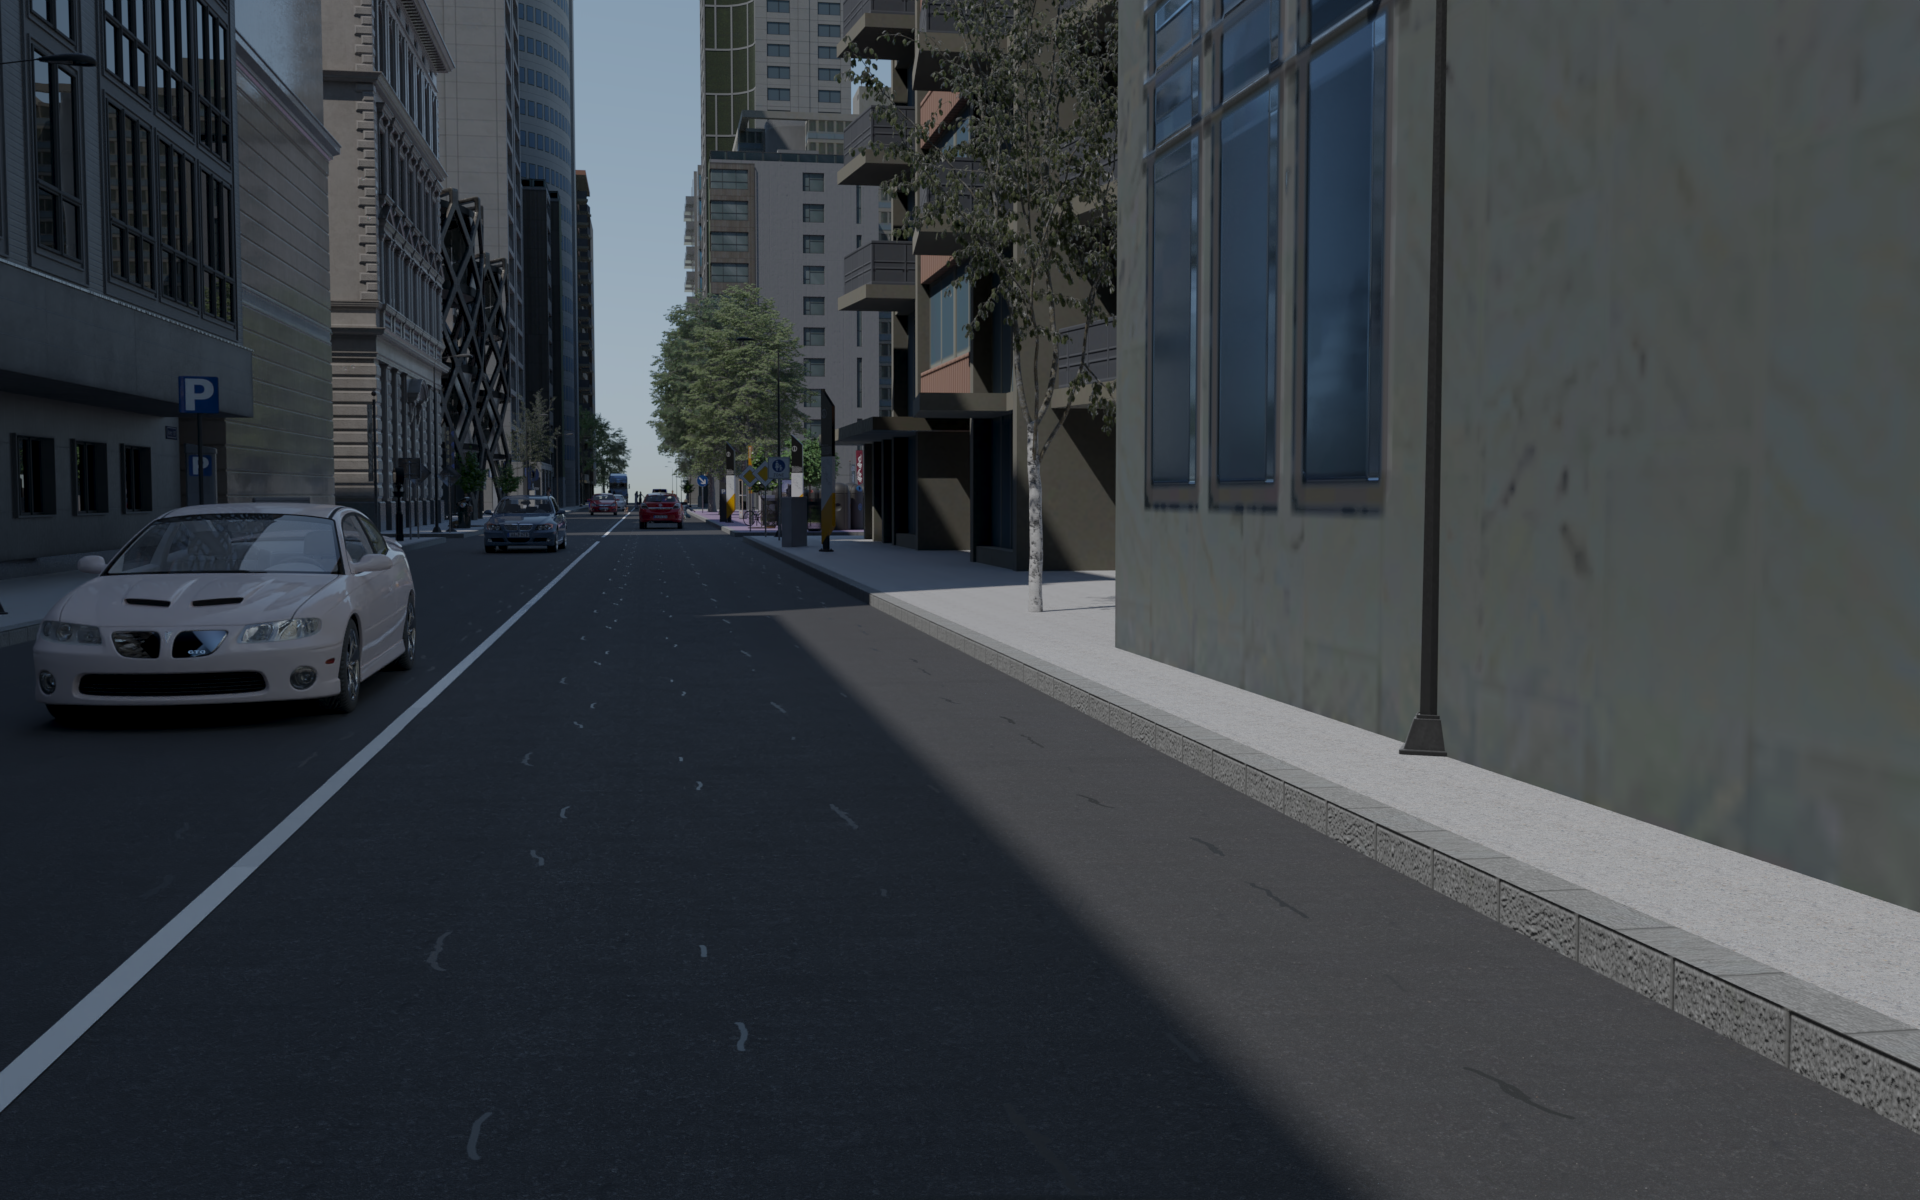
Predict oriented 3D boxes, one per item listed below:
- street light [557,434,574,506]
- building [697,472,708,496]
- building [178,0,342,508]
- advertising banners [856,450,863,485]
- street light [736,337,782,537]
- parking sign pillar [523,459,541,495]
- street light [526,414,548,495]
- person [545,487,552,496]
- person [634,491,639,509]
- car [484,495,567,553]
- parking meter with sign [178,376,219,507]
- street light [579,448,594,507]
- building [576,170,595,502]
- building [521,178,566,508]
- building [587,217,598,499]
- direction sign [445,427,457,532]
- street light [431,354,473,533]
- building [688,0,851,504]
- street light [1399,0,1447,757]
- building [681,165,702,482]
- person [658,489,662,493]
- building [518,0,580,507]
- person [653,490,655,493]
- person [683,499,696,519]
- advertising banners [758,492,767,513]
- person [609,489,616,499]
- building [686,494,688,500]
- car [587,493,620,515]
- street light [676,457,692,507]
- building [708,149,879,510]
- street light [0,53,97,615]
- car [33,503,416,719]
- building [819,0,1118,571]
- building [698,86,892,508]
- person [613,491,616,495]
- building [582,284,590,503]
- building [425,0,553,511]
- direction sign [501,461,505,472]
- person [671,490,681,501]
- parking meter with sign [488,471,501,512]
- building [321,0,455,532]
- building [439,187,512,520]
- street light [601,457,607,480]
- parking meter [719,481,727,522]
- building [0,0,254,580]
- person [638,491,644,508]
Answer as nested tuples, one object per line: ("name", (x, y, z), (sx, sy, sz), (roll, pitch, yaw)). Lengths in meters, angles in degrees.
("street light", (-30.323, -9.804, 132.838), (1.470, 5.913, 1.316), (-1, 4, -10))
("building", (-15.412, -21.462, 195.946), (27.650, 21.520, 28.899), (-1, 4, -10))
("building", (-25.910, -15.538, 39.954), (20.117, 28.700, 13.634), (-1, 4, -10))
("advertising banners", (-3.549, -4.401, 68.141), (0.090, 3.025, 2.074), (-2, 4, -35))
("street light", (-5.917, -4.825, 51.424), (1.470, 5.913, 1.316), (-1, 4, -10))
("parking sign pillar", (-31.644, -8.533, 127.988), (1.447, 3.967, 1.447), (3, 4, 38))
("street light", (-24.616, -7.835, 100.645), (1.470, 5.913, 1.316), (-1, 4, -10))
("person", (-21.691, -5.054, 91.234), (0.778, 1.811, 0.616), (-1, 4, -19))
("person", (-31.483, -9.755, 168.660), (0.551, 1.740, 0.621), (3, 5, 39))
("car", (-10.991, -1.956, 43.983), (2.014, 1.417, 4.499), (-1, 4, -8))
("parking meter with sign", (-11.564, -1.848, 26.468), (0.543, 3.016, 1.738), (-1, 4, -21))
("street light", (-37.971, -12.435, 175.859), (1.470, 5.913, 1.316), (-1, 4, -10))
("building", (-59.503, -34.966, 226.311), (22.147, 44.769, 28.867), (-1, 4, -10))
("building", (-43.499, -23.574, 157.136), (14.160, 30.474, 14.107), (-1, 4, -10))
("building", (-64.025, -37.866, 269.223), (14.600, 45.320, 14.200), (-1, 4, -10))
("direction sign", (-17.302, -4.085, 58.792), (0.379, 3.537, 0.876), (0, 4, 2))
("street light", (-16.850, -5.195, 57.471), (1.470, 5.913, 1.316), (-1, 4, -10))
("building", (-25.550, -48.271, 227.488), (20.563, 71.187, 20.611), (-1, 4, -10))
("street light", (1.803, -2.190, 8.340), (1.470, 5.913, 1.316), (-1, 4, -10))
("building", (-28.915, -38.767, 253.453), (23.786, 49.044, 30.456), (-1, 4, -10))
("person", (-24.259, -8.072, 140.114), (1.348, 1.869, 0.705), (0, 4, 2))
("building", (-50.392, -38.808, 176.505), (21.231, 58.520, 28.212), (-1, 4, -10))
("person", (-25.084, -8.147, 142.227), (1.217, 1.766, 0.721), (-2, 4, -26))
("person", (-15.633, -5.161, 98.383), (1.012, 1.151, 0.738), (2, 4, 25))
("advertising banners", (-13.333, -7.299, 115.527), (0.090, 3.025, 2.074), (1, 4, 19))
("person", (-29.323, -8.348, 145.005), (1.348, 1.822, 0.705), (-3, 5, -44))
("building", (-28.372, -36.066, 281.556), (32.217, 40.220, 23.993), (-1, 4, -10))
("car", (-24.165, -6.628, 117.406), (2.155, 1.783, 4.494), (-1, 4, -12))
("street light", (-26.381, -11.810, 165.630), (1.470, 5.913, 1.316), (-1, 4, -10))
("building", (-14.653, -23.107, 149.495), (14.160, 30.474, 14.107), (-1, 4, -10))
("street light", (-9.798, -2.800, 18.322), (1.470, 5.913, 1.316), (-1, 4, -10))
("car", (-5.147, -0.018, 12.657), (2.083, 1.381, 4.827), (-1, 4, -10))
("building", (8.941, -23.401, 37.223), (22.147, 44.769, 28.867), (-1, 4, -10))
("building", (-9.391, -29.213, 169.508), (32.217, 40.220, 23.993), (-1, 4, -10))
("person", (-31.689, -9.152, 158.953), (1.217, 1.723, 0.721), (1, 4, 14))
("building", (-65.190, -38.353, 250.767), (21.300, 48.544, 21.600), (-1, 4, -10))
("building", (-43.740, -42.813, 138.249), (20.563, 71.187, 20.611), (-1, 4, -10))
("direction sign", (-30.876, -7.659, 117.225), (0.379, 3.537, 0.876), (-2, 4, -34))
("person", (-22.420, -7.707, 135.226), (1.217, 1.735, 0.721), (-1, 4, -18))
("parking meter with sign", (-33.275, -7.848, 124.579), (0.543, 3.016, 1.738), (-3, 5, -41))
("building", (-25.954, -14.514, 66.188), (11.050, 23.489, 19.941), (-1, 4, -10))
("building", (-36.268, -14.580, 105.843), (16.820, 18.784, 16.811), (-1, 4, -10))
("street light", (-45.165, -14.897, 216.106), (1.470, 5.913, 1.316), (-1, 4, -10))
("parking meter", (-10.847, -4.517, 79.559), (0.399, 1.863, 0.255), (0, 4, -6))
("building", (-19.070, -13.952, 21.622), (14.314, 27.812, 24.014), (-1, 4, -10))
("person", (-34.089, -10.715, 184.482), (1.217, 1.735, 0.721), (2, 4, 26))
